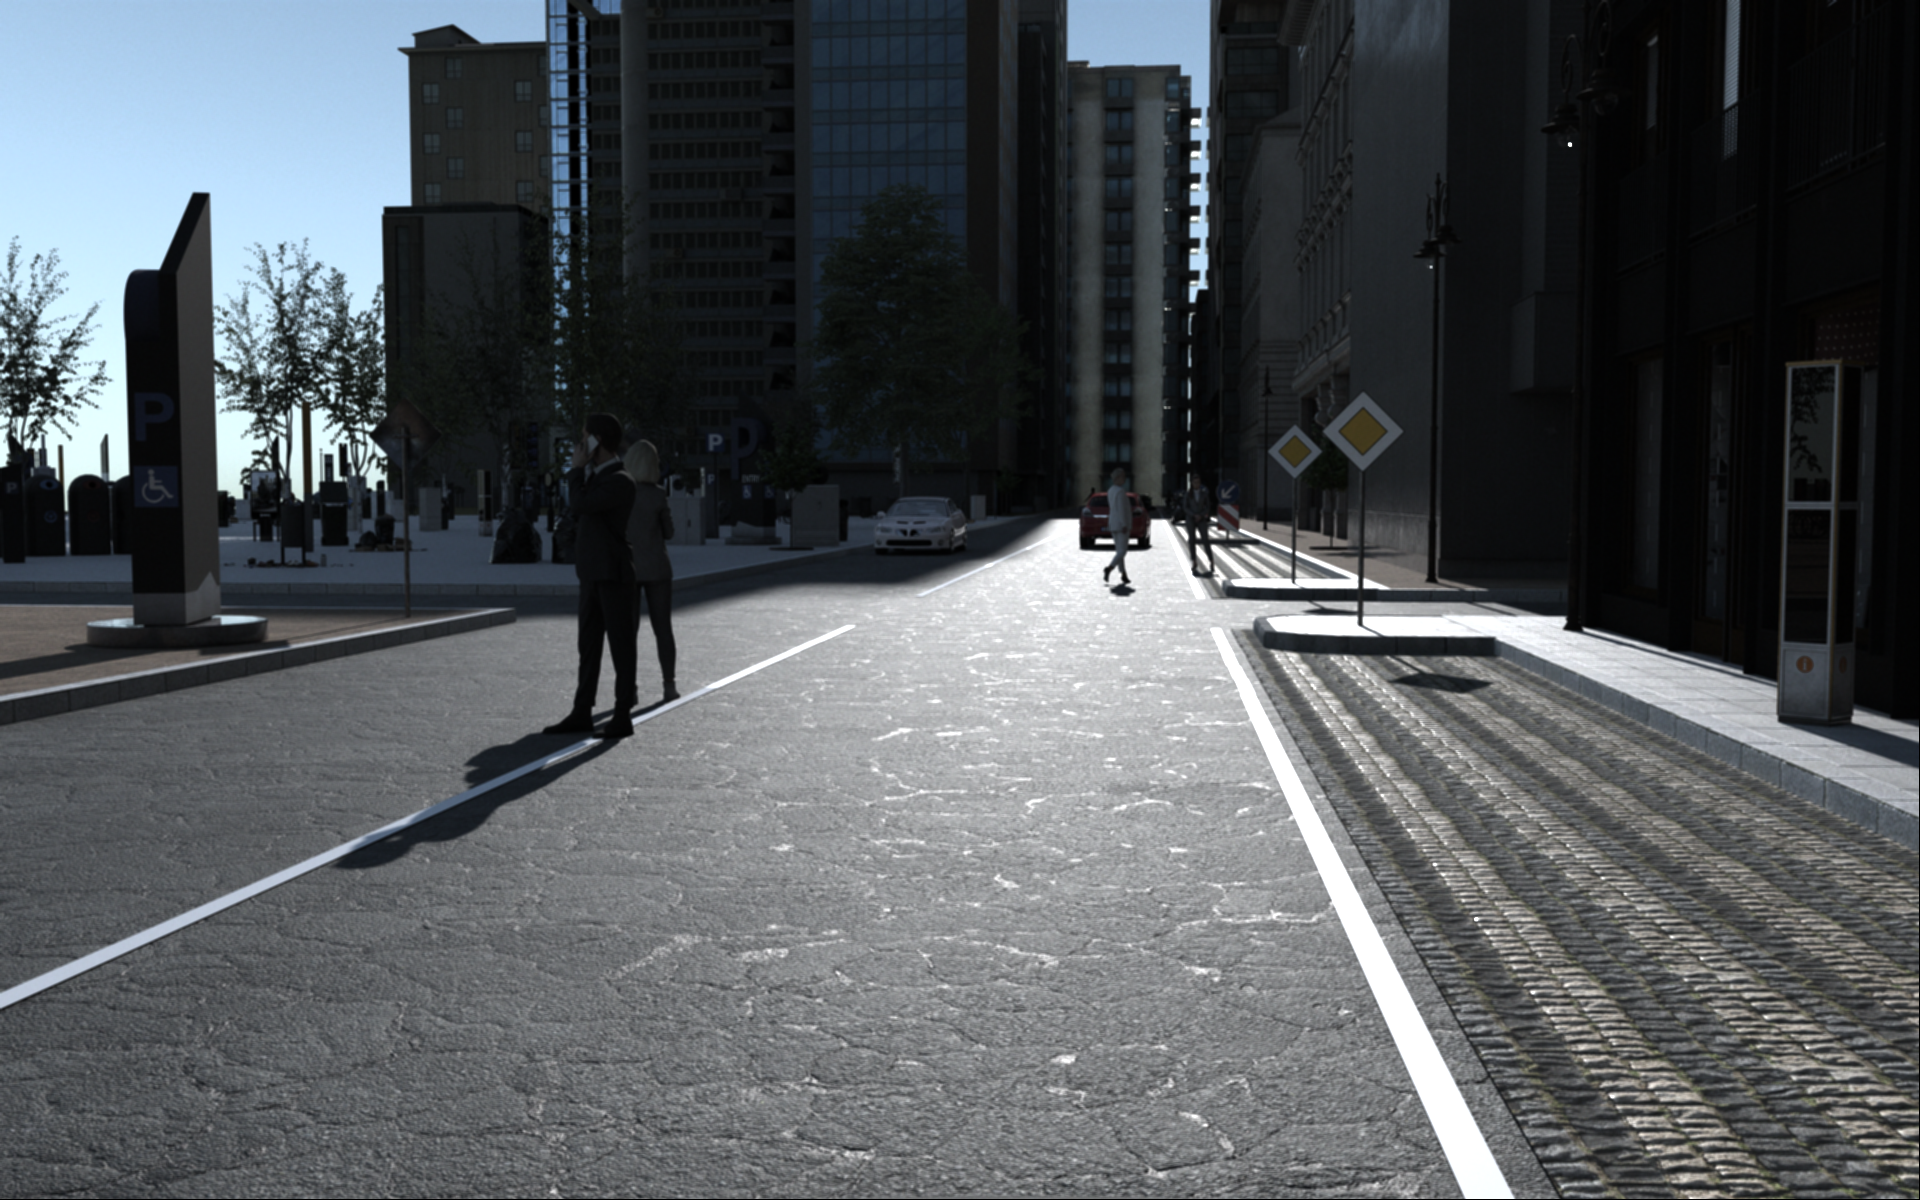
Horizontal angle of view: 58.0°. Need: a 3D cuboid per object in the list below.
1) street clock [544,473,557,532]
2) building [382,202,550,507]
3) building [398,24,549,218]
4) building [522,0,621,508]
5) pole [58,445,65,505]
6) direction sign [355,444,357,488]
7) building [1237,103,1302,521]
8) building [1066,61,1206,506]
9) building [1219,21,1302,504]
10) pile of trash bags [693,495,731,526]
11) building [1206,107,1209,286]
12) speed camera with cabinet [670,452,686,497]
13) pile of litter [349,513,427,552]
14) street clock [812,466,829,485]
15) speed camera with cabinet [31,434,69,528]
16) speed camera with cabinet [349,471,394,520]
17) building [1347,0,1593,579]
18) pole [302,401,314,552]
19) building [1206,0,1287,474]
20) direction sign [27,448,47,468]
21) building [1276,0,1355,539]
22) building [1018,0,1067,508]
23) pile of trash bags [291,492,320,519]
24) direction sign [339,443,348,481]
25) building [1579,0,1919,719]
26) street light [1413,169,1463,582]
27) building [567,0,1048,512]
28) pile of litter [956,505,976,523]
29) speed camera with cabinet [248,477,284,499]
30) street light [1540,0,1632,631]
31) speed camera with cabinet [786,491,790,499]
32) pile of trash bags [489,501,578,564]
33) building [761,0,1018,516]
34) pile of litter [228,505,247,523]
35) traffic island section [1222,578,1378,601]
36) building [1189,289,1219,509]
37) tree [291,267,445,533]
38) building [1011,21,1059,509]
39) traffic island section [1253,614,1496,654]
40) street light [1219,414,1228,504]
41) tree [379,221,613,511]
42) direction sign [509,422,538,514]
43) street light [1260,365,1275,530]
[{"bbox_3d":[-13.790,-3.289,58.347,0.471,2.002,0.358,3,5,42],"label":"street clock"},{"bbox_3d":[-48.634,-24.679,175.209,14.107,30.474,14.160,0,4,6],"label":"building"},{"bbox_3d":[-46.088,-37.542,203.053,27.495,52.752,28.713,0,4,6],"label":"building"},{"bbox_3d":[-26.469,-52.282,167.488,31.000,86.520,22.319,0,4,6],"label":"building"},{"bbox_3d":[-37.321,-4.777,71.940,0.158,3.312,0.155,0,3,0],"label":"pole"},{"bbox_3d":[-27.335,-5.288,78.463,0.379,3.537,0.876,-1,4,-22],"label":"direction sign"},{"bbox_3d":[19.660,-14.714,89.724,9.793,20.994,18.267,0,4,6],"label":"building"},{"bbox_3d":[11.449,-35.170,194.634,30.456,49.044,23.786,0,4,6],"label":"building"},{"bbox_3d":[23.494,-20.661,109.507,14.160,30.474,14.107,0,4,6],"label":"building"},{"bbox_3d":[-10.869,-3.758,71.202,3.447,1.369,1.912,0,4,6],"label":"pile of trash bags"},{"bbox_3d":[42.329,-34.939,190.861,30.456,49.044,23.786,0,4,6],"label":"building"},{"bbox_3d":[-13.956,-5.325,81.407,2.038,3.252,0.660,-1,4,-17],"label":"speed camera with cabinet"},{"bbox_3d":[-12.857,-1.532,39.010,1.719,0.858,1.176,-1,4,-16],"label":"pile of litter"},{"bbox_3d":[-3.554,-2.402,43.839,0.358,2.002,0.471,-3,5,-42],"label":"street clock"},{"bbox_3d":[-29.790,-3.879,57.765,2.038,3.252,0.660,-2,4,-34],"label":"speed camera with cabinet"},{"bbox_3d":[-29.498,-5.659,86.853,2.038,3.252,0.660,0,4,2],"label":"speed camera with cabinet"},{"bbox_3d":[22.697,-12.862,29.356,30.058,24.678,14.314,0,4,6],"label":"building"},{"bbox_3d":[-14.389,-2.713,38.207,0.158,3.312,0.155,0,3,0],"label":"pole"},{"bbox_3d":[32.591,-33.061,129.785,28.713,52.752,27.495,0,4,6],"label":"building"},{"bbox_3d":[-45.776,-5.747,85.958,0.876,3.537,0.379,-2,4,-26],"label":"direction sign"},{"bbox_3d":[16.437,-12.819,60.501,10.553,20.767,40.483,0,4,6],"label":"building"},{"bbox_3d":[-0.424,-44.535,166.405,20.611,71.187,20.563,0,4,6],"label":"building"},{"bbox_3d":[-33.618,-4.841,88.900,1.912,1.369,3.447,1,4,9],"label":"pile of trash bags"},{"bbox_3d":[-27.530,-5.223,77.388,0.379,3.537,0.876,0,4,2],"label":"direction sign"},{"bbox_3d":[11.264,-10.882,7.597,12.332,23.373,15.834,0,4,6],"label":"building"},{"bbox_3d":[6.877,-3.198,25.079,0.468,5.910,1.993,0,4,6],"label":"street light"},{"bbox_3d":[-9.955,-26.682,128.133,32.217,40.220,23.993,0,4,6],"label":"building"},{"bbox_3d":[0.109,-3.827,76.529,1.176,0.858,1.719,0,4,7],"label":"pile of litter"},{"bbox_3d":[-37.766,-6.118,94.372,0.660,3.252,2.038,2,4,30],"label":"speed camera with cabinet"},{"bbox_3d":[5.781,-2.652,16.156,0.468,5.910,1.993,0,4,6],"label":"street light"},{"bbox_3d":[-7.337,-5.456,83.548,2.038,3.252,0.660,-1,4,-19],"label":"speed camera with cabinet"},{"bbox_3d":[-7.149,-1.390,32.477,3.447,1.369,1.912,0,4,8],"label":"pile of trash bags"},{"bbox_3d":[-3.839,-27.997,107.869,14.600,45.320,14.200,0,4,6],"label":"building"},{"bbox_3d":[-32.522,-3.841,76.767,1.719,0.858,1.176,-1,4,-17],"label":"pile of litter"},{"bbox_3d":[4.804,-0.157,24.856,2.009,0.180,2.903,0,4,6],"label":"traffic island section"},{"bbox_3d":[35.380,-19.218,159.260,27.650,21.520,28.899,0,4,6],"label":"building"},{"bbox_3d":[-19.514,-6.459,55.959,4.737,8.622,4.395,0,3,0],"label":"tree"},{"bbox_3d":[0.882,-28.283,146.029,14.154,41.232,14.086,0,4,6],"label":"building"},{"bbox_3d":[3.928,0.328,16.919,2.009,0.180,2.903,0,4,6],"label":"traffic island section"},{"bbox_3d":[14.986,-7.693,98.567,0.468,5.910,1.993,0,4,6],"label":"street light"},{"bbox_3d":[-12.371,-5.866,46.267,4.360,8.622,3.978,0,3,0],"label":"tree"},{"bbox_3d":[-13.693,-3.816,54.396,0.876,3.537,0.379,0,4,-8],"label":"direction sign"},{"bbox_3d":[10.943,-5.451,61.911,0.468,5.910,1.993,0,4,6],"label":"street light"}]
